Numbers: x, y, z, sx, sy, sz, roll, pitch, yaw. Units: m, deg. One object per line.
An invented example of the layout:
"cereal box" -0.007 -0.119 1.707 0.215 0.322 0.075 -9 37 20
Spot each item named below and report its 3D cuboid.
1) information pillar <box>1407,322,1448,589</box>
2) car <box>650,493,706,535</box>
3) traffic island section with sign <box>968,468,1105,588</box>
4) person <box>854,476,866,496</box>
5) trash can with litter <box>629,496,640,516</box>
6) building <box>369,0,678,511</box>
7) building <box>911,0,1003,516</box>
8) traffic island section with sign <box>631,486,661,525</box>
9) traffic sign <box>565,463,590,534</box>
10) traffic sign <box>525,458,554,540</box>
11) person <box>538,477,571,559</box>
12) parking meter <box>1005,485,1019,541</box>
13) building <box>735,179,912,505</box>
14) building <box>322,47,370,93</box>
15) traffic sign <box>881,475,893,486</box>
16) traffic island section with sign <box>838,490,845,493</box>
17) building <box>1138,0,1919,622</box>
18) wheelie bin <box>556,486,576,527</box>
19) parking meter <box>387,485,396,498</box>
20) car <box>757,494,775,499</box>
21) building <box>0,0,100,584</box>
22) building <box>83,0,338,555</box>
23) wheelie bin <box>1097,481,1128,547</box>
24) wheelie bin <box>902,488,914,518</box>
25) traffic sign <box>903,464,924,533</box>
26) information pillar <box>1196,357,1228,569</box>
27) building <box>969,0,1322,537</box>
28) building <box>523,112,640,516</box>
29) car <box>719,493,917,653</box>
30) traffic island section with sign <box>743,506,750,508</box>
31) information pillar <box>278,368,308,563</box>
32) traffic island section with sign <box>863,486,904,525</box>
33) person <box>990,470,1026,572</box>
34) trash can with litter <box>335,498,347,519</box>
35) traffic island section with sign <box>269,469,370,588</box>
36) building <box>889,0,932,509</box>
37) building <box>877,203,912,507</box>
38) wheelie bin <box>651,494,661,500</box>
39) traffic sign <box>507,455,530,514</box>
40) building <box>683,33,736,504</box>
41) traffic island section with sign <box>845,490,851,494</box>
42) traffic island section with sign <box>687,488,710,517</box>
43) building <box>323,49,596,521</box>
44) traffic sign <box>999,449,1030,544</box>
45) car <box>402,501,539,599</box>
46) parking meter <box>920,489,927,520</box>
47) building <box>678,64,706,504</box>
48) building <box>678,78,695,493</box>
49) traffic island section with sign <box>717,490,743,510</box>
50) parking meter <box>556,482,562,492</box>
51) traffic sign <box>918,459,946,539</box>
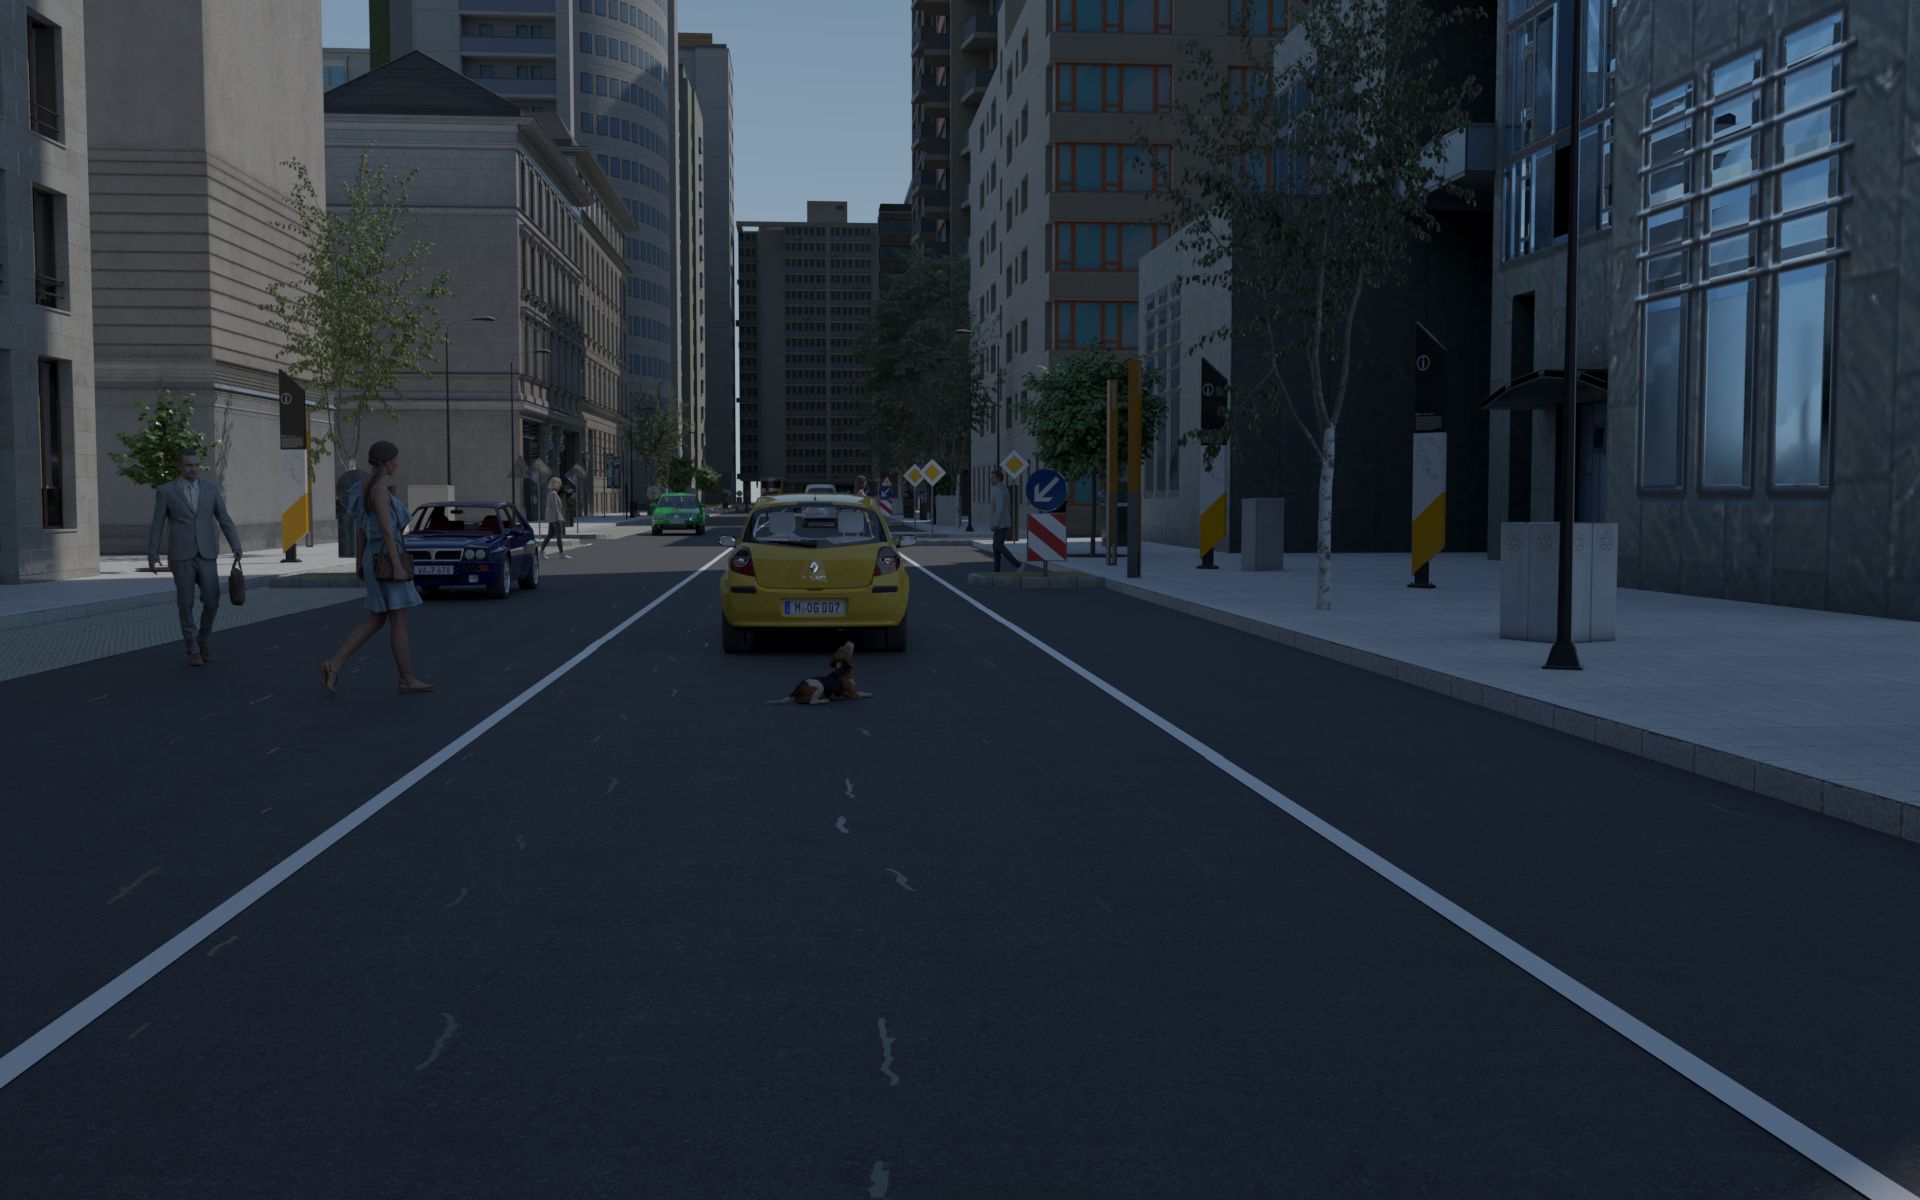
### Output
"information pillar" 6.360 -1.966 23.497 0.183 3.616 0.504 -3 5 -40
"car" -9.998 -3.227 61.564 1.959 1.807 4.718 0 4 -7
"traffic island section with sign" 1.155 -1.148 27.400 1.989 1.847 2.006 0 4 -5
"person" -2.079 -1.749 37.106 0.388 1.821 0.555 -2 4 -30
"trash can with litter" -18.659 -5.401 99.691 0.624 1.170 1.055 -2 4 -30
"building" -34.774 -36.747 142.812 21.231 58.520 28.212 0 4 -5
"building" 8.322 -27.777 108.774 22.147 44.769 28.867 0 4 -5
"traffic island section with sign" -14.282 -4.425 80.972 1.989 1.847 2.006 0 4 -5
"traffic sign" -12.390 -3.207 56.077 0.795 2.450 0.064 0 4 -5
"traffic sign" -11.688 -2.721 48.123 0.795 2.450 0.064 0 4 -5
"person" -8.995 -1.813 38.323 0.728 1.800 0.709 -1 4 -17
"parking meter" 1.419 -2.368 47.122 0.372 1.533 0.369 0 3 0
"building" -17.790 -33.056 232.347 23.993 40.220 32.217 0 4 -5
"building" -65.468 -34.843 189.295 30.456 49.044 23.786 0 4 -5
"traffic sign" -5.003 -7.250 118.536 0.884 2.594 0.081 0 4 -1
"traffic island section with sign" -12.914 -10.900 186.843 1.989 1.847 2.006 0 4 -5
"building" 17.384 -43.926 30.860 22.319 86.520 31.000 0 4 -5
"wheelie bin" -15.225 -3.607 66.883 0.693 1.594 0.980 1 4 23
"parking meter" -15.212 -2.307 46.128 0.372 1.533 0.369 0 3 0
"car" -17.840 -9.316 161.359 2.155 1.783 4.494 0 4 -7
"building" -17.982 -9.977 17.871 10.420 20.320 16.860 0 4 -5
"building" -24.971 -11.666 39.895 18.267 20.994 9.793 0 4 -5
"wheelie bin" 3.764 -2.110 42.404 0.980 1.594 0.693 -1 4 -13
"wheelie bin" -2.726 -5.158 92.235 0.693 1.594 0.980 0 4 8
"traffic sign" -1.487 -3.264 57.016 0.795 2.450 0.064 0 4 -5
"information pillar" 4.308 -2.333 29.503 0.504 3.616 0.183 3 4 39
"building" 16.025 -13.769 70.161 28.899 21.520 27.650 0 4 -5
"building" -30.116 -17.020 111.568 16.112 22.955 30.059 0 4 -5
"car" -1.411 -0.422 17.120 2.015 1.641 3.980 0 4 -4
"traffic island section with sign" -23.438 -10.769 184.701 1.989 1.847 2.006 0 4 -5
"information pillar" -12.449 -2.506 32.331 0.504 3.616 0.183 0 4 5
"traffic island section with sign" -3.681 -4.497 82.148 1.989 1.847 2.006 0 4 -5
"person" 0.760 -1.279 29.265 0.795 1.843 0.661 1 4 15
"trash can with litter" -20.050 -2.759 56.503 0.624 1.170 1.055 1 4 20
"traffic island section with sign" -9.534 -1.134 27.162 1.989 1.847 2.006 0 4 -5
"building" 4.265 -43.868 155.491 20.563 71.187 20.611 0 4 -5
"building" -1.356 -24.648 174.701 14.160 30.474 14.107 0 4 -5
"wheelie bin" -18.711 -6.048 106.789 0.693 1.594 0.980 0 4 6
"traffic sign" -14.495 -3.495 57.139 0.884 2.594 0.081 0 4 0
"building" -43.433 -41.732 224.314 28.212 58.520 21.231 0 4 -5
"traffic island section with sign" -6.068 -6.156 109.276 1.989 1.847 2.006 0 4 -5
"traffic island section with sign" -16.725 -6.116 108.621 1.989 1.847 2.006 0 4 -5
"building" -23.845 -13.819 76.844 10.553 20.767 40.483 0 4 -5
"traffic sign" 1.391 -2.646 44.448 0.795 2.450 0.064 0 4 -1
"car" -7.148 -0.749 24.828 1.945 1.354 3.894 0 4 -5
"parking meter" -1.779 -4.634 84.185 0.372 1.533 0.369 0 3 0
"building" -39.602 -34.775 192.277 21.600 48.544 21.300 0 4 -5
"building" -32.897 -29.426 164.703 14.154 41.232 14.086 0 4 -5
"traffic island section with sign" -21.063 -9.127 157.850 1.989 1.847 2.006 0 4 -5
"parking meter" -16.591 -4.017 71.393 0.255 1.863 0.399 1 4 21
"traffic sign" -0.784 -2.778 49.062 0.795 2.450 0.064 0 4 -5
